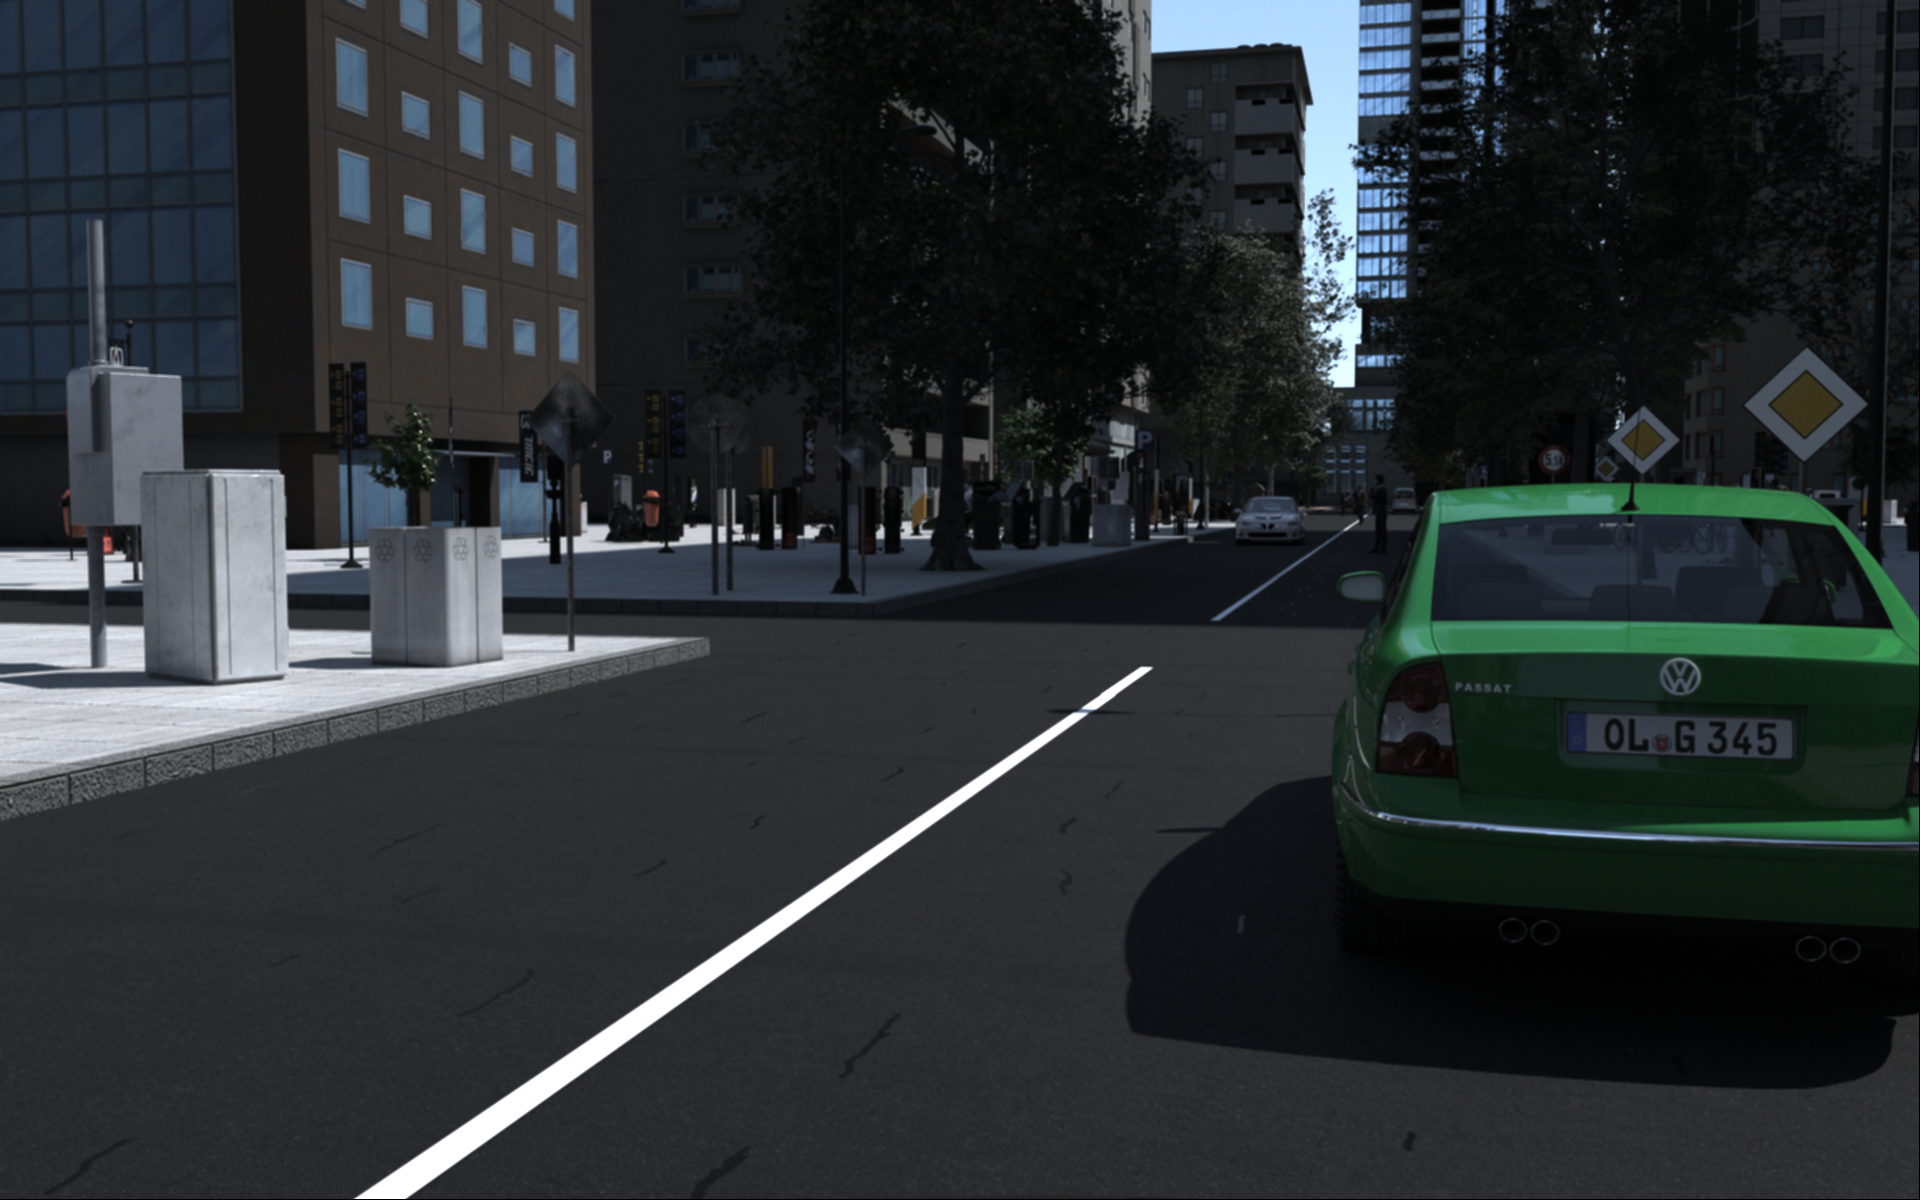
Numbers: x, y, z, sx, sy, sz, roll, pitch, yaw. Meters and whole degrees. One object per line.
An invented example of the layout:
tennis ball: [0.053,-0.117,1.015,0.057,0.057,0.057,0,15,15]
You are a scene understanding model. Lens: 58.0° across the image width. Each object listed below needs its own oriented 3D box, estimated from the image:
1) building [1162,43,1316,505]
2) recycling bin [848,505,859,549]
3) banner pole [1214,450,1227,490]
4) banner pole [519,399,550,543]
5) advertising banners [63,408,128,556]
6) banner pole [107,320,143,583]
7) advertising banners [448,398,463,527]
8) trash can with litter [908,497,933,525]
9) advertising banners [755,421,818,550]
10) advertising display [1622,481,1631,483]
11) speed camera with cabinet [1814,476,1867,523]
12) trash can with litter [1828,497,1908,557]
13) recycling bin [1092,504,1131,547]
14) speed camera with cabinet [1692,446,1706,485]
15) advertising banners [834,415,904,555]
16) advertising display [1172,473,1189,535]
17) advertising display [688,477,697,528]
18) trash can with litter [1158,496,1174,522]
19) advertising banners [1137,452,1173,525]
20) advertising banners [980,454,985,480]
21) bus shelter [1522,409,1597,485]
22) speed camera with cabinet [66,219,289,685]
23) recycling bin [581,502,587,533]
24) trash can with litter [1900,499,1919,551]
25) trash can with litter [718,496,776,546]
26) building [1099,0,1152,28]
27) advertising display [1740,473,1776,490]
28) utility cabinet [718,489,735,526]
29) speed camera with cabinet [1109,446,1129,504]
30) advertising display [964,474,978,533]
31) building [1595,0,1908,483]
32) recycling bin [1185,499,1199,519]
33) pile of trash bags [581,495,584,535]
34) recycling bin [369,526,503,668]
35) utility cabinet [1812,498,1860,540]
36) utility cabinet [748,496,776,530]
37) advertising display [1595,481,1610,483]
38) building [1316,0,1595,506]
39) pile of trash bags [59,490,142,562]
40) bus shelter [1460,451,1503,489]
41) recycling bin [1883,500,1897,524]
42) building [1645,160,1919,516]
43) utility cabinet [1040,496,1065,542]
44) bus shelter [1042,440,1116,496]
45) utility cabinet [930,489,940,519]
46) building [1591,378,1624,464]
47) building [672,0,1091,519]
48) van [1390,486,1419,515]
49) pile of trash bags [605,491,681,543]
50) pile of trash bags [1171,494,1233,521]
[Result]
building: [29.330,-37.734,206.191,27.495,52.752,28.713,1,4,14]
recycling bin: [-2.405,-1.728,40.811,0.722,1.027,0.722,0,4,5]
banner pole: [14.435,-6.451,95.490,0.863,3.779,0.401,1,4,15]
banner pole: [-11.223,-3.411,45.779,0.863,3.779,0.401,-1,4,-9]
advertising banners: [-17.983,-2.458,36.382,0.090,3.025,2.074,1,4,16]
banner pole: [-11.925,-2.123,24.731,0.401,3.779,0.863,0,4,0]
advertising banners: [-9.025,-2.128,30.977,0.090,3.025,2.074,-1,4,-20]
trash can with litter: [-1.011,-3.756,72.461,2.233,1.210,1.678,0,4,4]
advertising banners: [-3.982,-2.688,40.140,0.090,3.025,2.074,3,4,38]
advertising display: [33.857,-5.082,88.297,0.974,1.923,0.123,0,4,1]
speed camera with cabinet: [38.933,-5.029,76.563,2.038,3.252,0.660,1,4,18]
trash can with litter: [18.335,-1.514,35.806,1.678,1.210,2.233,-3,5,-42]
recycling bin: [3.732,-1.836,42.568,0.722,1.027,0.722,3,4,38]
speed camera with cabinet: [29.918,-4.651,70.379,0.660,3.252,2.038,2,4,27]
advertising banners: [-1.947,-2.480,36.728,0.090,3.025,2.074,3,5,43]
advertising display: [6.925,-3.006,54.359,0.123,1.923,0.974,2,4,33]
advertising display: [-10.201,-3.724,66.102,0.123,1.923,0.974,0,4,5]
trash can with litter: [9.748,-4.231,80.226,1.678,1.210,2.233,2,4,33]
advertising banners: [8.100,-4.648,72.189,0.090,3.025,2.074,-3,4,-39]
advertising banners: [0.660,-4.913,76.512,0.090,3.025,2.074,-2,4,-24]
bus shelter: [16.896,-3.542,49.190,1.731,3.624,6.357,1,4,14]
speed camera with cabinet: [-5.595,-1.100,12.318,2.038,3.252,0.660,3,4,38]
recycling bin: [-12.779,-2.723,57.076,0.722,1.027,0.722,2,4,24]
trash can with litter: [21.748,-1.680,38.863,1.055,1.170,0.624,0,4,4]
trash can with litter: [-5.249,-1.966,43.207,1.678,1.210,2.233,-1,4,-17]
building: [1.404,-34.117,147.046,27.495,52.752,28.713,1,4,14]
advertising display: [24.042,-2.875,52.217,0.974,1.923,0.123,1,4,11]
utility cabinet: [-9.411,-3.729,69.654,0.318,1.500,1.173,1,4,15]
speed camera with cabinet: [6.602,-4.772,72.350,0.660,3.252,2.038,0,4,-4]
advertising display: [0.108,-3.131,56.399,0.974,1.923,0.123,-1,4,-9]
building: [62.373,-42.644,135.473,20.563,71.187,20.611,1,4,14]
recycling bin: [12.052,-4.760,90.384,0.722,1.027,0.722,3,5,41]
pile of trash bags: [-13.233,-2.757,54.833,3.447,1.369,1.912,2,4,33]
recycling bin: [-3.984,-0.039,13.195,0.722,1.027,0.722,1,4,21]
utility cabinet: [14.227,-1.064,28.558,1.020,1.237,0.306,1,4,13]
utility cabinet: [-7.091,-3.102,61.881,1.020,1.237,0.306,2,4,26]
advertising display: [31.812,-4.950,86.139,0.974,1.923,0.123,0,4,1]
building: [56.735,-53.918,194.238,31.000,86.520,22.319,1,4,14]
pile of trash bags: [-15.707,-1.453,33.501,3.447,1.369,1.912,0,4,3]
bus shelter: [24.977,-5.431,82.715,2.014,3.302,5.546,1,4,14]
recycling bin: [40.031,-3.815,74.929,0.722,1.027,0.722,-3,5,-43]
building: [60.630,-16.304,111.604,27.650,21.520,28.899,1,4,14]
utility cabinet: [2.606,-2.187,46.916,0.306,1.237,1.020,3,5,44]
bus shelter: [4.060,-4.111,61.141,2.014,3.302,5.546,1,4,14]
utility cabinet: [-0.886,-4.398,80.586,0.318,1.500,1.173,3,5,41]
building: [86.951,-53.494,187.294,31.000,86.520,22.319,1,4,14]
building: [-3.919,-29.785,110.683,21.300,48.544,21.600,1,4,14]
van: [31.211,-7.013,121.668,2.013,2.044,4.112,1,4,14]
pile of trash bags: [-8.412,-2.239,46.363,1.912,1.369,3.447,-1,4,-17]
pile of trash bags: [11.860,-4.540,83.986,3.447,1.369,1.912,-1,4,-9]
